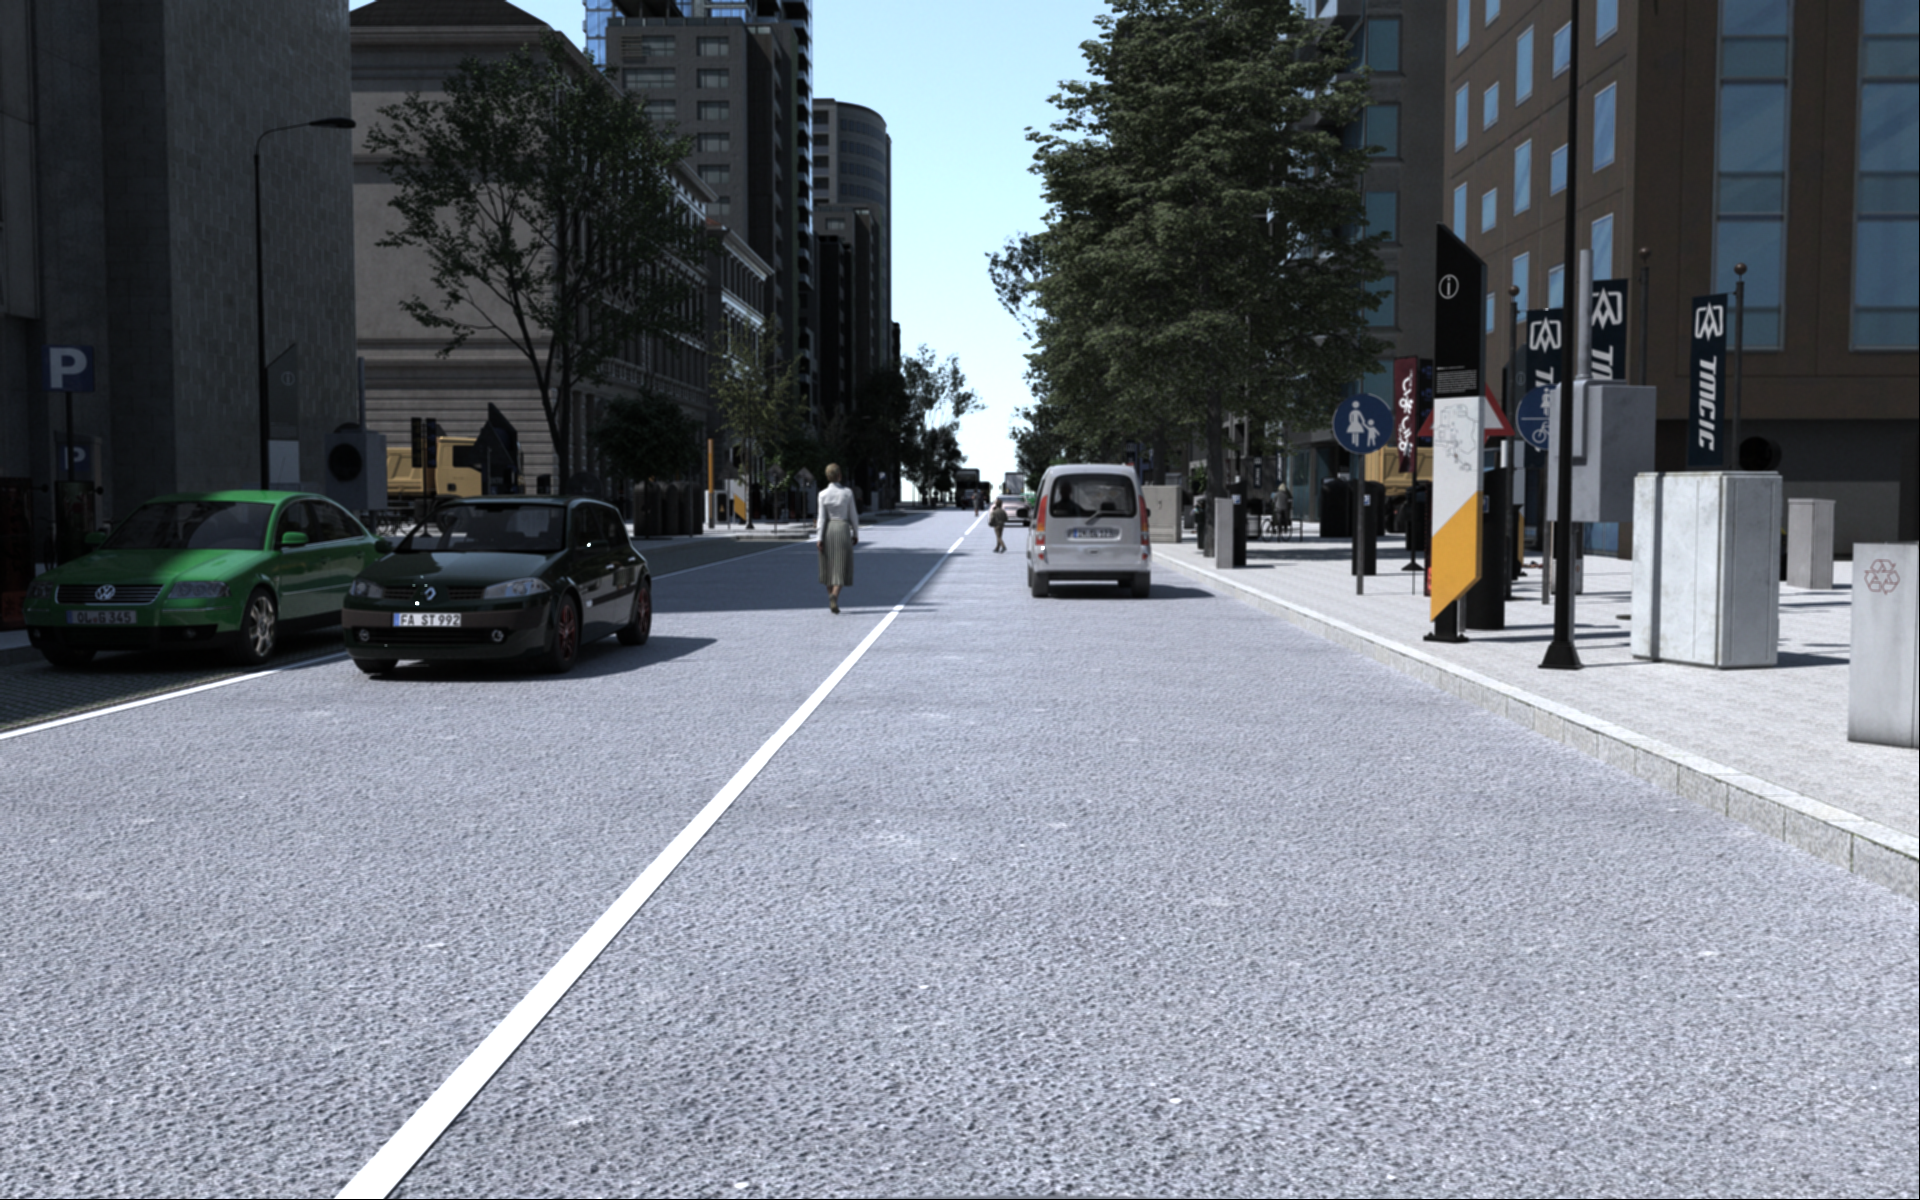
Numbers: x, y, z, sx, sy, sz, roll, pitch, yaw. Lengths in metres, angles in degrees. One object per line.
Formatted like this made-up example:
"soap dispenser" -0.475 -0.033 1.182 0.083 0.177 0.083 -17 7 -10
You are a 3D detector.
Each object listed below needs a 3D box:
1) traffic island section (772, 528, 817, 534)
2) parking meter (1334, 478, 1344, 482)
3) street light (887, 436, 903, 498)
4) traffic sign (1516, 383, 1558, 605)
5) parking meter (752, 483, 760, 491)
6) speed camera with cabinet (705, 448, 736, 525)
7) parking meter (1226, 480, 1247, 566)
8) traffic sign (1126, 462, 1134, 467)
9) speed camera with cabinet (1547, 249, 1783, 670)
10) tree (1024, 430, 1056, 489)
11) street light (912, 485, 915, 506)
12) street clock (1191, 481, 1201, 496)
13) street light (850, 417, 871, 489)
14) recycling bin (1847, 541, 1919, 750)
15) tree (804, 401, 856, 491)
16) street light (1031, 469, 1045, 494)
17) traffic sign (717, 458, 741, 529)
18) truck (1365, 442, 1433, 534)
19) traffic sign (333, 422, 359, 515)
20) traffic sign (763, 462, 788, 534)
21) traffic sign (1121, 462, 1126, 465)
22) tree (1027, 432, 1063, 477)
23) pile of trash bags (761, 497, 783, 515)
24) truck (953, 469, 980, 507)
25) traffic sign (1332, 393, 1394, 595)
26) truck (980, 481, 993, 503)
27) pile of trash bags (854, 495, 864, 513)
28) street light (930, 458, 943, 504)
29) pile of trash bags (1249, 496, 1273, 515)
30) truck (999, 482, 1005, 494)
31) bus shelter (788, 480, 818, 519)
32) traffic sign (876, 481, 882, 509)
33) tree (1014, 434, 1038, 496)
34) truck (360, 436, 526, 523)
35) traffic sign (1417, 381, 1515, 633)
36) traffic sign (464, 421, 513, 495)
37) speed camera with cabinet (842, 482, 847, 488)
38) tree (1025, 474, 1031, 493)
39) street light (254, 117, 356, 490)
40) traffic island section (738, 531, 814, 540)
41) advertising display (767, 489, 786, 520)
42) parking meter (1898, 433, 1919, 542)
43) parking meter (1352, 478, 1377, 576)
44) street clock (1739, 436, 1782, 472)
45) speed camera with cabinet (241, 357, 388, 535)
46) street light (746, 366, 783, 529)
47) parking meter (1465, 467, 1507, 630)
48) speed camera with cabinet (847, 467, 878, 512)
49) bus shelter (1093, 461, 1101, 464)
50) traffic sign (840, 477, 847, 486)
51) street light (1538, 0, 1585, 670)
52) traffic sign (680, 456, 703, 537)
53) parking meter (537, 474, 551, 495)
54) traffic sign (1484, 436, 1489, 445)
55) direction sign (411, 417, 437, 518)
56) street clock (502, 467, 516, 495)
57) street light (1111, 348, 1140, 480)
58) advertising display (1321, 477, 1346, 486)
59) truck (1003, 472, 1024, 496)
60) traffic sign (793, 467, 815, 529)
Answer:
"traffic island section" -5.696 -2.499 63.143 2.009 0.180 2.903 0 4 1
"parking meter" 14.050 -3.571 64.093 0.399 1.863 0.255 -2 4 -25
"street light" -5.262 -10.210 139.469 1.470 5.913 1.316 0 4 1
"traffic sign" 6.809 -1.220 20.060 0.768 2.556 0.104 0 4 7
"parking meter" -10.472 -5.081 88.787 0.399 1.863 0.255 3 5 44
"speed camera with cabinet" -9.983 -4.849 73.614 0.660 3.252 2.038 2 4 31
"parking meter" 4.940 -1.382 31.001 0.372 1.533 0.369 0 3 0
"traffic sign" 6.904 -4.248 69.565 0.768 2.556 0.104 0 4 7
"speed camera with cabinet" 5.464 -1.174 13.529 0.660 3.252 2.038 -1 4 -18
"tree" 9.200 -14.479 187.099 4.737 8.622 4.395 0 3 0
"street light" -4.298 -12.744 180.901 1.470 5.913 1.316 0 4 1
"street clock" 12.758 -5.449 93.659 0.471 2.002 0.358 -1 4 -12
"street light" -6.022 -8.045 104.081 1.470 5.913 1.316 0 4 1
"recycling bin" 5.090 0.224 8.885 0.722 1.027 0.722 -2 4 -35
"tree" -10.334 -11.390 136.595 4.360 8.622 3.978 0 3 0
"street light" 7.885 -12.254 172.891 1.470 5.913 1.316 0 4 1
"traffic sign" -8.386 -3.842 62.827 0.884 2.594 0.081 0 4 5
"truck" 18.758 -3.831 58.566 9.791 3.379 3.469 0 4 1
"traffic sign" -10.825 -1.878 30.806 0.768 2.556 0.104 0 4 3
"traffic sign" -5.869 -3.147 55.098 0.795 2.450 0.064 0 4 1
"traffic sign" 5.171 -3.129 54.807 0.795 2.450 0.064 0 4 1
"tree" 8.039 -12.834 160.201 4.360 8.622 3.978 0 3 0
"pile of trash bags" -11.273 -5.797 104.528 3.447 1.369 1.912 -2 4 -24
"truck" 0.836 -12.467 192.753 2.839 4.237 11.283 0 4 2
"traffic sign" 5.096 -1.339 21.991 0.768 2.556 0.104 0 4 3
"truck" 3.353 -16.607 267.449 3.469 3.379 9.791 0 4 2
"pile of trash bags" -7.405 -6.615 117.910 1.912 1.369 3.447 -2 4 -26
"street light" -3.174 -15.316 222.949 1.470 5.913 1.316 0 4 1
"pile of trash bags" 18.232 -5.876 105.831 1.912 1.369 3.447 -3 5 -42
"truck" 8.227 -17.498 282.014 3.469 3.379 9.791 0 3 0
"bus shelter" -8.058 -5.995 91.934 2.014 3.302 5.546 0 4 1
"traffic sign" -6.273 -7.998 132.898 0.606 2.300 0.079 0 4 6
"tree" 11.998 -21.103 270.782 9.928 11.665 9.643 0 3 0
"truck" -19.003 -3.857 58.979 9.791 3.379 3.469 0 4 2
"traffic sign" 4.656 -0.978 15.995 0.884 2.594 0.081 0 4 5
"traffic sign" -8.365 -1.879 30.732 0.884 2.594 0.081 0 4 3
"speed camera with cabinet" -8.208 -8.211 128.579 0.660 3.252 2.038 2 4 24
"tree" 9.417 -11.074 164.770 4.285 4.588 4.351 0 3 0
"street light" -8.142 -2.995 21.515 1.470 5.913 1.316 0 4 1
"traffic island section" -5.893 -2.011 55.161 2.009 0.180 2.903 0 4 1
"advertising display" -9.251 -5.016 87.228 0.974 1.923 0.123 0 4 0
"parking meter" 9.342 -0.677 16.785 0.399 1.863 0.255 0 4 -2
"parking meter" 6.381 -1.156 27.316 0.372 1.533 0.369 0 3 0
"street clock" 10.011 -1.051 21.753 0.358 2.002 0.471 -3 5 -40
"speed camera with cabinet" -9.355 -1.879 25.055 2.038 3.252 0.660 1 4 13
"street light" -7.110 -5.529 62.934 1.470 5.913 1.316 0 4 1
"parking meter" 4.986 -0.491 16.442 0.372 1.533 0.369 0 3 0
"speed camera with cabinet" -6.978 -8.031 125.643 2.038 3.252 0.660 -1 4 -14
"bus shelter" 7.382 -6.521 100.546 2.014 3.302 5.546 0 4 2
"traffic sign" -7.051 -6.265 102.535 0.768 2.556 0.104 0 4 5
"street light" 3.903 -2.453 12.640 1.470 5.913 1.316 0 4 1
"traffic sign" -7.994 -3.136 51.385 0.768 2.556 0.104 0 4 5
"parking meter" -12.104 -2.733 50.400 0.255 1.863 0.399 1 4 21
"traffic sign" 6.684 -1.411 23.178 0.768 2.556 0.104 0 4 6
"direction sign" -15.923 -3.640 51.515 0.379 3.537 0.876 2 4 34
"street clock" -12.138 -2.574 46.650 0.358 2.002 0.471 0 4 -5
"street light" 5.033 -4.993 54.177 1.470 5.913 1.316 0 4 1
"advertising display" 14.364 -3.757 66.640 0.974 1.923 0.123 -1 4 -13
"truck" 7.132 -14.637 228.226 2.839 4.237 11.283 0 4 1
"traffic sign" -5.672 -3.635 63.081 0.795 2.450 0.064 0 4 1
